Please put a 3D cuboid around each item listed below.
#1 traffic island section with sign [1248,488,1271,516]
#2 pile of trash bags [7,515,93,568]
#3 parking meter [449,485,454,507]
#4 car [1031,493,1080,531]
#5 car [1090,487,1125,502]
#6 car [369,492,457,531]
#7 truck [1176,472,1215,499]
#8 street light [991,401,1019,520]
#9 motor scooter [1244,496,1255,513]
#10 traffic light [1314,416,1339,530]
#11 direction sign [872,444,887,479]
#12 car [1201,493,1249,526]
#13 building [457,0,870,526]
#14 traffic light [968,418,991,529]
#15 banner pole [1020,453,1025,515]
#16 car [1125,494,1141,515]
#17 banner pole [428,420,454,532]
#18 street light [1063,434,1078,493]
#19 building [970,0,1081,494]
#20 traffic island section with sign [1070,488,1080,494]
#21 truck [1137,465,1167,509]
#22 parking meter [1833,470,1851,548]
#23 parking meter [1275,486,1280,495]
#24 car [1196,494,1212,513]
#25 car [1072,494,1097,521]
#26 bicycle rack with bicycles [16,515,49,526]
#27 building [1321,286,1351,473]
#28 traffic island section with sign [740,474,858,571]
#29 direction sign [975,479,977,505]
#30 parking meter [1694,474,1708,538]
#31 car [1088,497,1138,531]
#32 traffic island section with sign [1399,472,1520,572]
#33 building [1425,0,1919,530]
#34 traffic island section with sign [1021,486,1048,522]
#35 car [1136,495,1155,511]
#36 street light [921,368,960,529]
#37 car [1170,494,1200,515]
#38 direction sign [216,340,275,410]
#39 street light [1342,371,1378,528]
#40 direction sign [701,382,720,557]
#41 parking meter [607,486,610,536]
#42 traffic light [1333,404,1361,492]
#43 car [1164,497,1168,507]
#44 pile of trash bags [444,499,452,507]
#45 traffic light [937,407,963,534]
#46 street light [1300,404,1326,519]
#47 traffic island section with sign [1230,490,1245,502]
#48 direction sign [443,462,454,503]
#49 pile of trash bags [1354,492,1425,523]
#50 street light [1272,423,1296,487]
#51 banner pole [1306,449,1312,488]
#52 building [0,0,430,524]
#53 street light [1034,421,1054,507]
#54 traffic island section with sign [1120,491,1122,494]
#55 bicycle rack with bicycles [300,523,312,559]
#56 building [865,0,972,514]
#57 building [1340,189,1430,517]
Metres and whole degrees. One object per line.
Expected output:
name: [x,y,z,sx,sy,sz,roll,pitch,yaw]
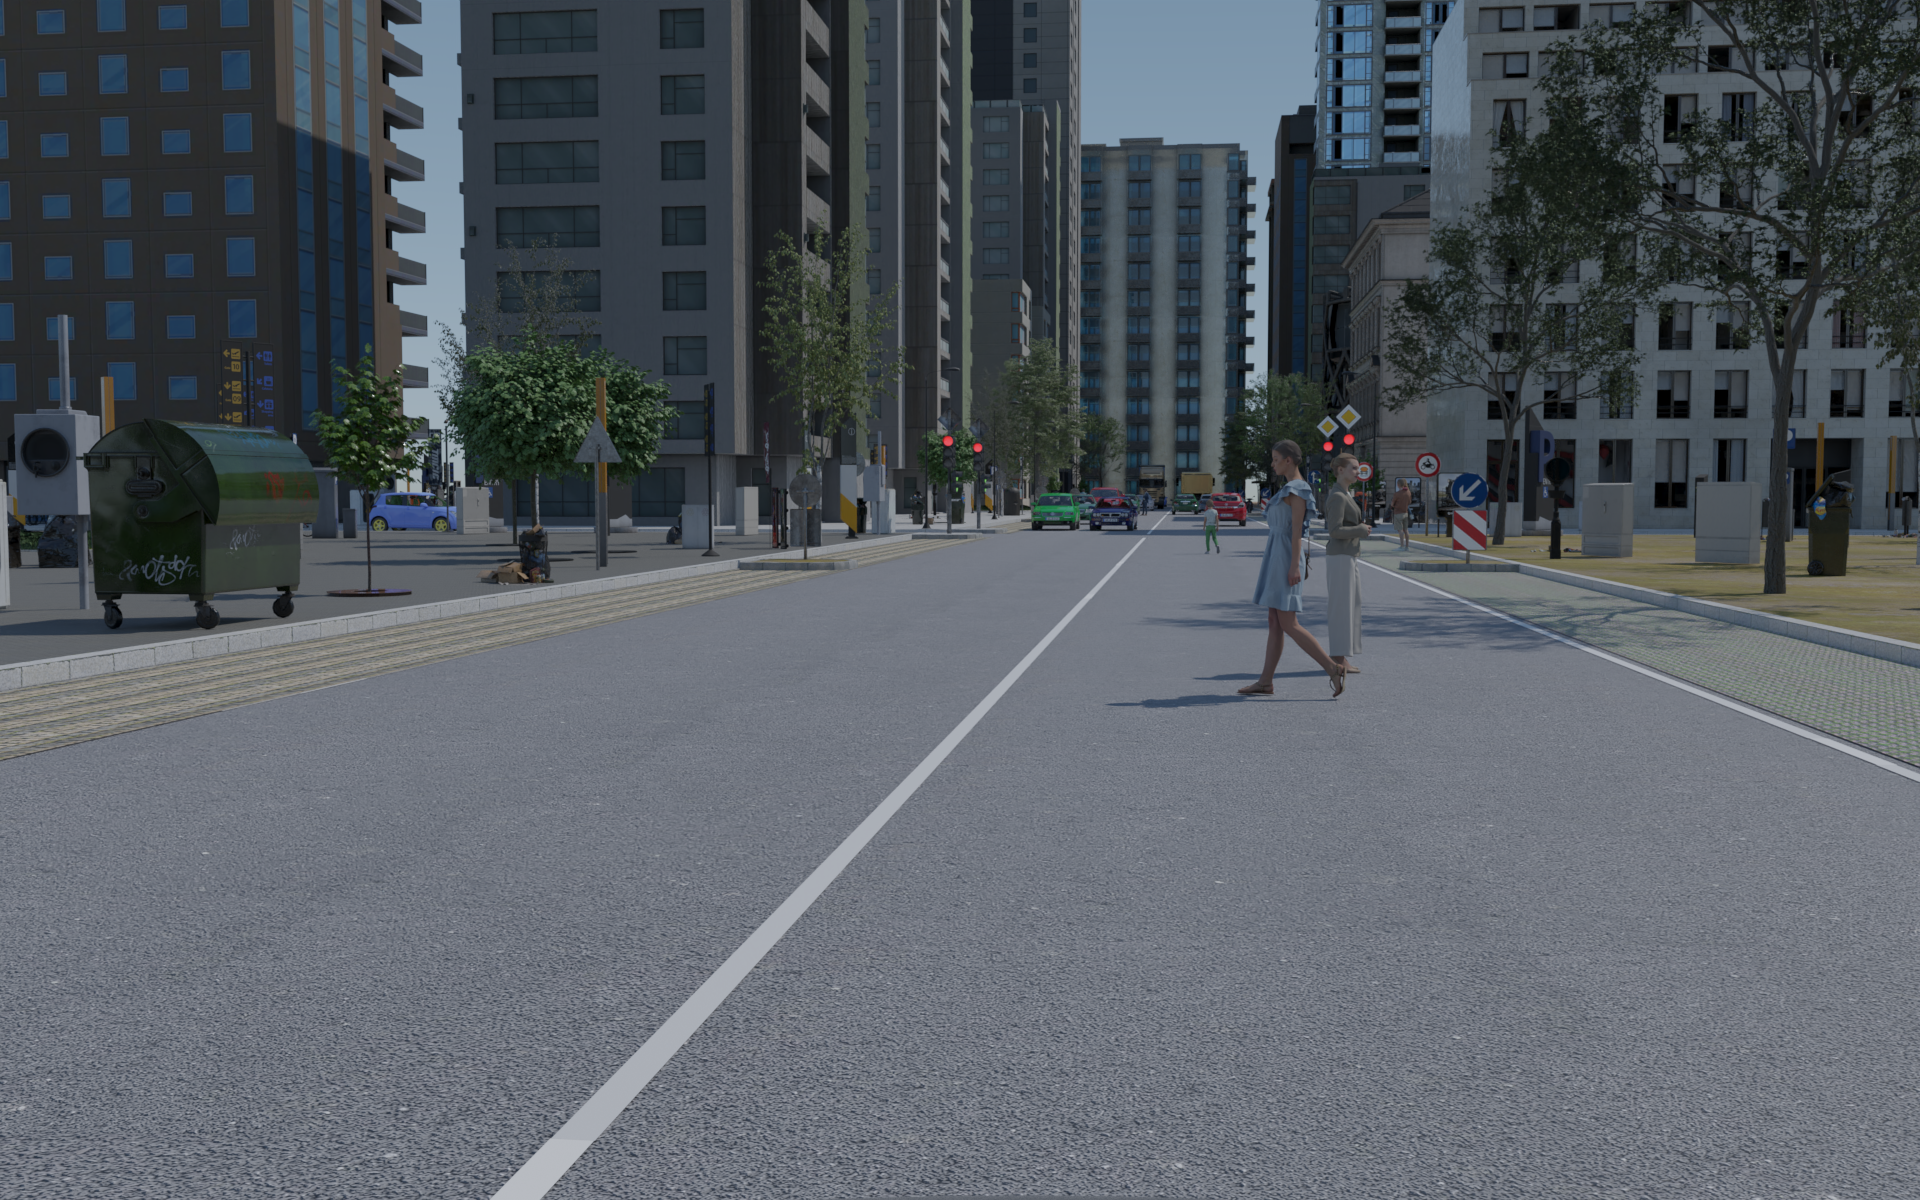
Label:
traffic island section with sign: [19.918,-6.424,113.658,1.989,1.847,2.006,0,4,7]
pile of trash bags: [-17.129,-1.273,30.562,3.447,1.369,1.912,-1,4,-10]
parking meter: [-33.000,-6.534,112.541,0.255,1.863,0.399,0,4,1]
car: [3.855,-3.709,69.438,1.959,1.807,4.718,0,4,7]
car: [8.063,-5.365,96.395,2.281,1.827,5.304,0,4,8]
car: [-19.615,-3.279,63.196,3.694,1.707,1.945,1,4,8]
truck: [20.624,-9.499,151.236,3.469,3.379,9.791,0,4,7]
street light: [2.271,-7.001,87.002,1.470,5.913,1.316,0,4,7]
motor scooter: [21.396,-7.045,127.955,0.815,1.314,1.986,0,4,6]
traffic light: [13.165,-4.481,62.190,0.839,4.253,0.868,0,4,7]
direction sign: [-3.773,-5.535,82.495,0.379,3.537,0.876,1,4,9]
car: [11.959,-4.223,78.094,2.155,1.783,4.494,0,4,7]
building: [-12.060,-18.518,74.471,14.160,30.474,14.107,0,4,7]
traffic light: [0.707,-4.579,63.794,0.839,4.253,0.868,0,4,7]
banner pole: [3.783,-7.120,106.429,0.401,3.779,0.863,1,4,13]
car: [11.722,-6.735,121.913,2.131,1.459,4.920,0,4,8]
banner pole: [-17.568,-4.191,58.542,0.863,3.779,0.401,0,4,1]
street light: [8.510,-9.849,133.565,1.470,5.913,1.316,0,4,7]
building: [3.175,-46.624,200.559,20.611,71.187,20.563,0,4,7]
traffic island section with sign: [7.678,-6.507,115.017,1.989,1.847,2.006,0,4,7]
truck: [18.608,-10.942,167.818,2.839,4.237,11.283,0,4,7]
parking meter: [21.137,-2.194,41.590,0.399,1.863,0.255,1,4,15]
parking meter: [24.427,-7.805,133.321,0.399,1.863,0.255,-3,5,-40]
car: [19.106,-7.384,132.729,2.014,1.417,4.499,0,4,7]
car: [5.747,-4.354,82.994,2.131,1.459,4.920,0,4,7]
bicycle rack with bicycles: [-38.393,-3.505,70.694,2.852,0.926,2.925,2,4,28]
building: [34.948,-15.847,126.549,16.820,18.784,16.811,0,4,7]
traffic island section with sign: [-3.018,-1.501,33.165,1.989,1.847,2.006,0,4,7]
direction sign: [1.283,-8.937,138.114,0.379,3.537,0.876,0,4,6]
parking meter: [21.697,-2.753,50.723,0.255,1.863,0.399,3,5,43]
car: [6.111,-3.434,68.721,1.945,1.354,3.894,1,4,9]
traffic island section with sign: [9.340,-1.463,32.554,1.989,1.847,2.006,0,4,7]
building: [27.743,-13.038,67.916,16.860,20.320,10.420,0,4,7]
traffic island section with sign: [4.179,-4.872,88.289,1.989,1.847,2.006,0,4,7]
car: [15.715,-8.332,148.593,2.083,1.381,4.827,0,4,7]
street light: [-0.705,-5.586,63.868,1.470,5.913,1.316,0,4,7]
car: [15.700,-6.669,120.838,2.131,1.459,4.920,0,4,7]
direction sign: [-10.596,-2.071,25.855,0.379,3.537,0.876,2,4,33]
street light: [15.161,-5.698,65.697,1.470,5.913,1.316,0,4,7]
direction sign: [-5.144,-2.668,35.616,0.379,3.537,0.876,-1,4,-20]
parking meter: [-10.922,-2.732,53.077,0.372,1.533,0.369,0,3,0]
traffic light: [12.131,-3.997,54.271,0.839,4.253,0.868,0,4,7]
car: [22.410,-11.339,194.980,1.945,1.707,3.694,1,4,9]
pile of trash bags: [-27.677,-4.913,90.080,1.912,1.369,3.447,1,4,9]
traffic light: [-0.327,-4.095,55.876,0.839,4.253,0.868,0,4,7]
street light: [18.164,-7.121,88.963,1.470,5.913,1.316,0,4,7]
traffic island section with sign: [26.445,-9.479,163.611,1.989,1.847,2.006,0,4,7]
direction sign: [-36.250,-8.004,122.855,0.876,3.537,0.379,1,4,23]
pile of trash bags: [19.229,-4.107,76.895,3.447,1.369,1.912,1,4,10]
street light: [21.330,-8.596,113.089,1.470,5.913,1.316,0,4,7]
banner pole: [19.371,-6.492,96.156,0.401,3.779,0.863,2,4,33]
building: [-33.858,-26.146,77.605,14.200,45.320,14.600,0,4,7]
street light: [5.287,-8.410,110.052,1.470,5.913,1.316,0,4,7]
traffic island section with sign: [17.794,-11.251,192.579,1.989,1.847,2.006,0,4,7]
bicycle rack with bicycles: [-13.947,-1.241,33.670,2.852,0.926,2.925,1,4,16]
building: [-7.004,-26.251,112.802,14.154,41.232,14.086,0,4,7]
building: [28.869,-14.612,103.531,10.561,19.102,19.286,0,4,7]
